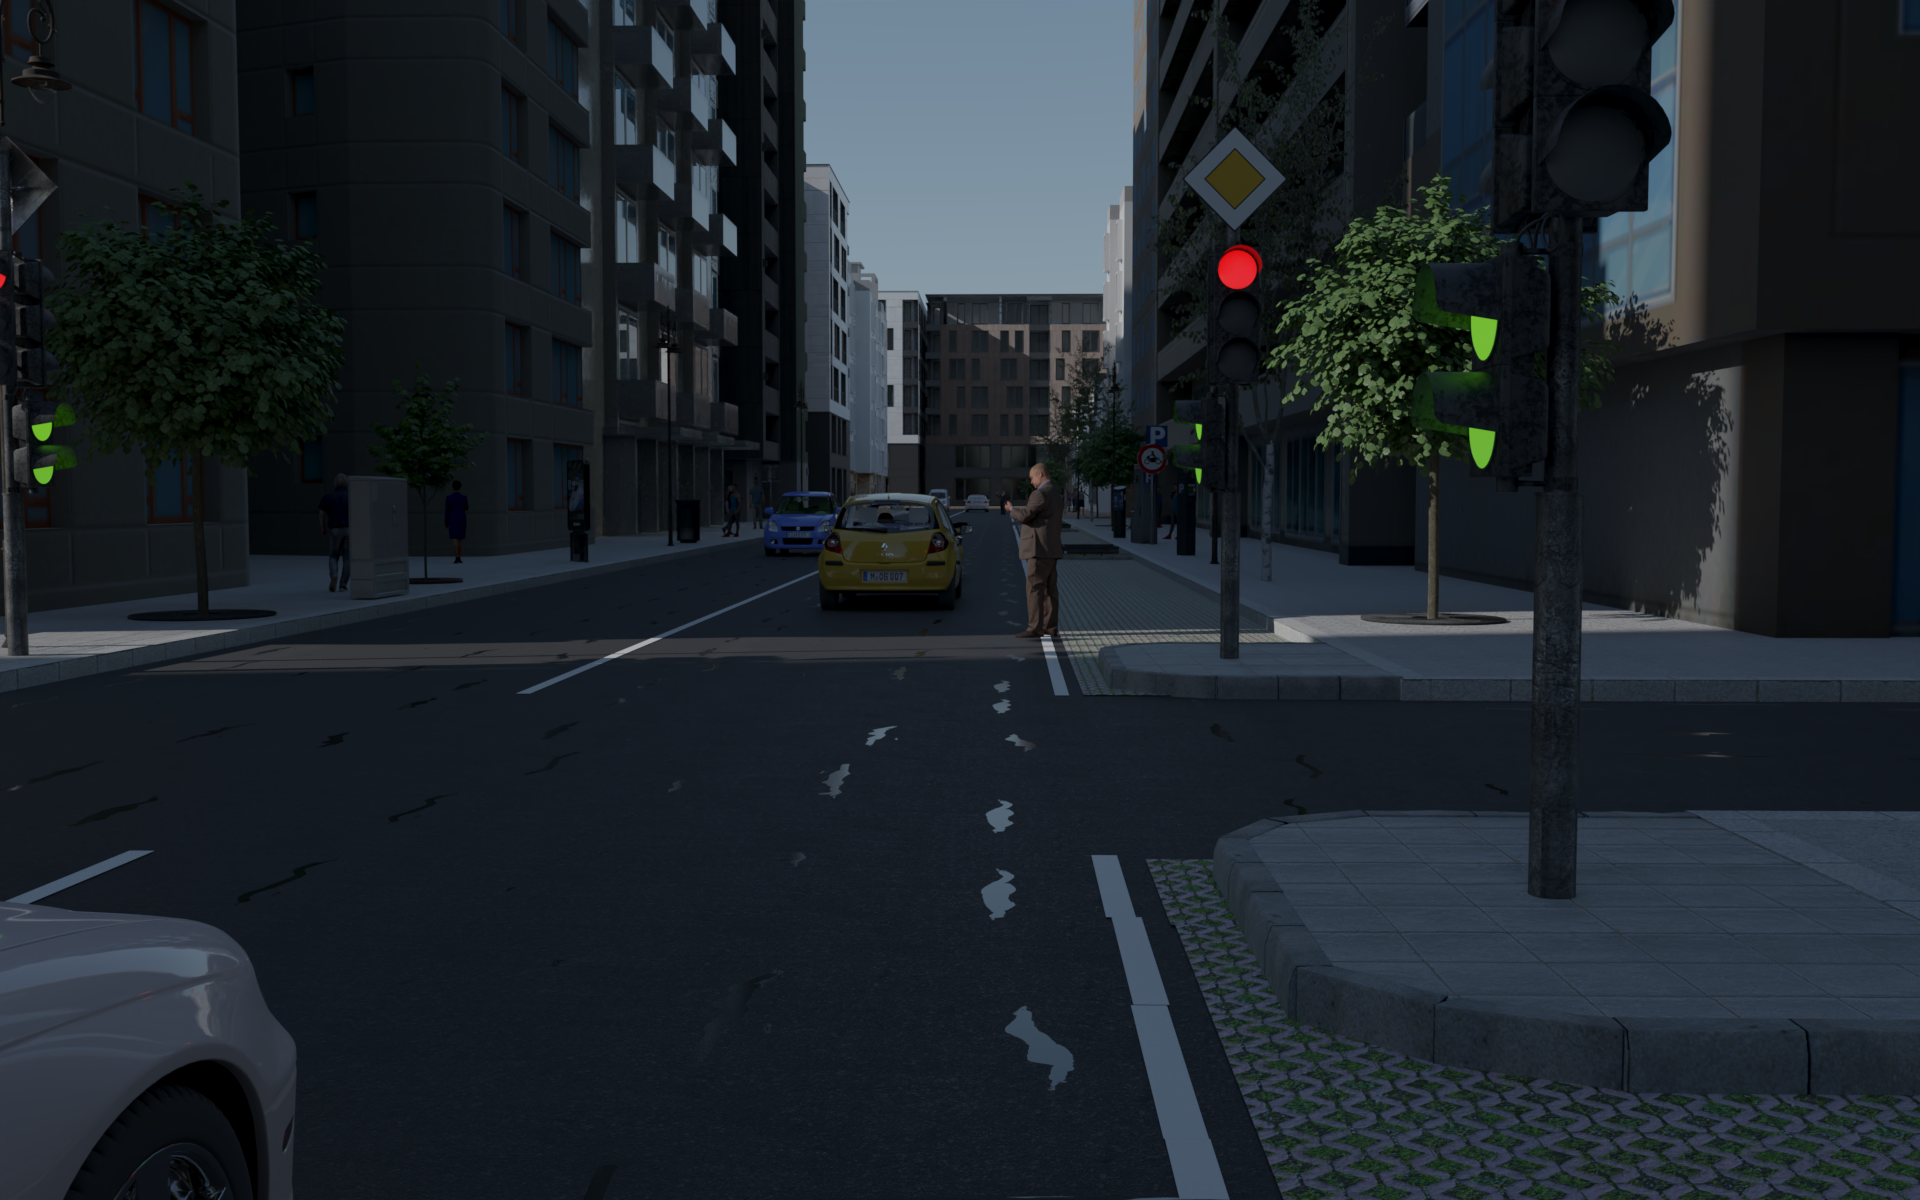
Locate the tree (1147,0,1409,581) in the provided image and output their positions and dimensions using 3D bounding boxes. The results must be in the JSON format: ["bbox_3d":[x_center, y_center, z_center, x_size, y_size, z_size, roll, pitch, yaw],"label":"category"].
[{"bbox_3d":[4.566,-4.599,25.562,4.360,8.622,3.978,0,3,0],"label":"tree"}]

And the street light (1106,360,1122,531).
[{"bbox_3d":[5.310,-5.320,59.771,0.468,5.910,1.993,0,4,1],"label":"street light"}]

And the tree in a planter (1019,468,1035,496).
[{"bbox_3d":[4.795,-7.223,115.322,1.991,3.239,1.994,0,4,1],"label":"tree in a planter"}]

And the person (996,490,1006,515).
[{"bbox_3d":[2.855,-6.796,120.415,0.742,1.727,0.445,0,4,5],"label":"person"}]

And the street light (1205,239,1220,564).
[{"bbox_3d":[4.663,-3.594,31.548,0.468,5.910,1.993,0,4,1],"label":"street light"}]

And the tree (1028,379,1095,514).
[{"bbox_3d":[6.419,-9.709,109.098,4.360,8.622,3.978,0,3,0],"label":"tree"}]

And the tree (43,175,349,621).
[{"bbox_3d":[-7.947,-2.102,18.089,4.285,4.588,4.351,0,3,0],"label":"tree"}]

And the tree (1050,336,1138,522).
[{"bbox_3d":[6.121,-7.923,79.903,4.737,8.622,4.395,0,3,0],"label":"tree"}]

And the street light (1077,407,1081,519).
[{"bbox_3d":[6.030,-7.055,88.138,0.468,5.910,1.993,0,4,1],"label":"street light"}]

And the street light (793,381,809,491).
[{"bbox_3d":[-6.476,-5.993,70.774,0.468,5.910,1.993,0,4,1],"label":"street light"}]

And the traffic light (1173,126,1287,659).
[{"bbox_3d":[2.087,-1.498,13.420,0.839,4.253,0.868,0,4,1],"label":"traffic light"}]

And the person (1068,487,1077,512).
[{"bbox_3d":[7.920,-6.969,120.712,0.721,1.743,1.217,-3,4,-36],"label":"person"}]

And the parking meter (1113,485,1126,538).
[{"bbox_3d":[4.669,-2.584,50.655,0.372,1.533,0.369,0,3,0],"label":"parking meter"}]

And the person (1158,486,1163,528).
[{"bbox_3d":[7.512,-3.546,65.894,0.662,1.594,0.647,3,5,39],"label":"person"}]

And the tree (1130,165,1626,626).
[{"bbox_3d":[4.754,-2.068,17.522,4.285,4.588,4.351,0,3,0],"label":"tree"}]

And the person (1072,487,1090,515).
[{"bbox_3d":[7.299,-5.943,104.004,1.217,1.735,0.721,0,4,-2],"label":"person"}]

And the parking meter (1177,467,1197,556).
[{"bbox_3d":[4.729,-1.861,36.147,0.255,1.863,0.399,-2,4,-29],"label":"parking meter"}]

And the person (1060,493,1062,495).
[{"bbox_3d":[9.296,-9.323,159.292,0.721,1.723,1.217,0,4,4],"label":"person"}]

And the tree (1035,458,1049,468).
[{"bbox_3d":[7.347,-9.539,139.681,4.285,4.588,4.351,0,3,0],"label":"tree"}]

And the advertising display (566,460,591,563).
[{"bbox_3d":[-7.219,-1.686,32.786,0.123,1.923,0.974,-2,4,-31],"label":"advertising display"}]

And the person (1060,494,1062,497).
[{"bbox_3d":[8.398,-8.840,151.281,1.217,1.736,0.721,1,4,9],"label":"person"}]

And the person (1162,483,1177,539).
[{"bbox_3d":[6.091,-2.520,49.109,0.662,1.594,0.647,-2,4,-30],"label":"person"}]

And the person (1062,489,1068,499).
[{"bbox_3d":[9.515,-9.162,156.557,0.721,1.735,1.217,2,4,30],"label":"person"}]

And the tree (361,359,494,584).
[{"bbox_3d":[-7.817,-1.864,25.083,1.663,3.219,1.824,0,3,0],"label":"tree"}]

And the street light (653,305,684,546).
[{"bbox_3d":[-7.139,-4.267,42.552,0.468,5.910,1.993,0,4,1],"label":"street light"}]

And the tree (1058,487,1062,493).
[{"bbox_3d":[8.277,-9.416,148.546,1.663,3.219,1.824,0,3,0],"label":"tree"}]

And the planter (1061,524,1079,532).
[{"bbox_3d":[3.489,-2.732,65.812,1.991,0.319,1.994,0,4,1],"label":"planter"}]

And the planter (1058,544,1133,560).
[{"bbox_3d":[2.772,-1.056,38.398,1.991,0.319,1.994,0,4,1],"label":"planter"}]

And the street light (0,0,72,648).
[{"bbox_3d":[-7.931,-2.541,14.333,0.468,5.910,1.993,0,4,1],"label":"street light"}]

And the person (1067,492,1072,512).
[{"bbox_3d":[7.914,-7.035,124.283,0.599,1.433,0.991,-1,4,-18],"label":"person"}]

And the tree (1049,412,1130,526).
[{"bbox_3d":[6.174,-5.226,69.153,4.285,4.588,4.351,0,3,0],"label":"tree"}]

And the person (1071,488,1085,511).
[{"bbox_3d":[8.747,-7.486,128.521,1.350,1.814,0.705,-2,4,-26],"label":"person"}]

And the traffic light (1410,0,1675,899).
[{"bbox_3d":[1.878,-1.010,5.437,0.839,4.253,0.868,0,4,1],"label":"traffic light"}]

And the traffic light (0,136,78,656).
[{"bbox_3d":[-7.471,-1.513,13.653,0.839,4.253,0.868,0,4,1],"label":"traffic light"}]

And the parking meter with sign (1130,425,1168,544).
[{"bbox_3d":[4.831,-2.975,44.897,0.543,3.016,1.738,-1,4,-12],"label":"parking meter with sign"}]
